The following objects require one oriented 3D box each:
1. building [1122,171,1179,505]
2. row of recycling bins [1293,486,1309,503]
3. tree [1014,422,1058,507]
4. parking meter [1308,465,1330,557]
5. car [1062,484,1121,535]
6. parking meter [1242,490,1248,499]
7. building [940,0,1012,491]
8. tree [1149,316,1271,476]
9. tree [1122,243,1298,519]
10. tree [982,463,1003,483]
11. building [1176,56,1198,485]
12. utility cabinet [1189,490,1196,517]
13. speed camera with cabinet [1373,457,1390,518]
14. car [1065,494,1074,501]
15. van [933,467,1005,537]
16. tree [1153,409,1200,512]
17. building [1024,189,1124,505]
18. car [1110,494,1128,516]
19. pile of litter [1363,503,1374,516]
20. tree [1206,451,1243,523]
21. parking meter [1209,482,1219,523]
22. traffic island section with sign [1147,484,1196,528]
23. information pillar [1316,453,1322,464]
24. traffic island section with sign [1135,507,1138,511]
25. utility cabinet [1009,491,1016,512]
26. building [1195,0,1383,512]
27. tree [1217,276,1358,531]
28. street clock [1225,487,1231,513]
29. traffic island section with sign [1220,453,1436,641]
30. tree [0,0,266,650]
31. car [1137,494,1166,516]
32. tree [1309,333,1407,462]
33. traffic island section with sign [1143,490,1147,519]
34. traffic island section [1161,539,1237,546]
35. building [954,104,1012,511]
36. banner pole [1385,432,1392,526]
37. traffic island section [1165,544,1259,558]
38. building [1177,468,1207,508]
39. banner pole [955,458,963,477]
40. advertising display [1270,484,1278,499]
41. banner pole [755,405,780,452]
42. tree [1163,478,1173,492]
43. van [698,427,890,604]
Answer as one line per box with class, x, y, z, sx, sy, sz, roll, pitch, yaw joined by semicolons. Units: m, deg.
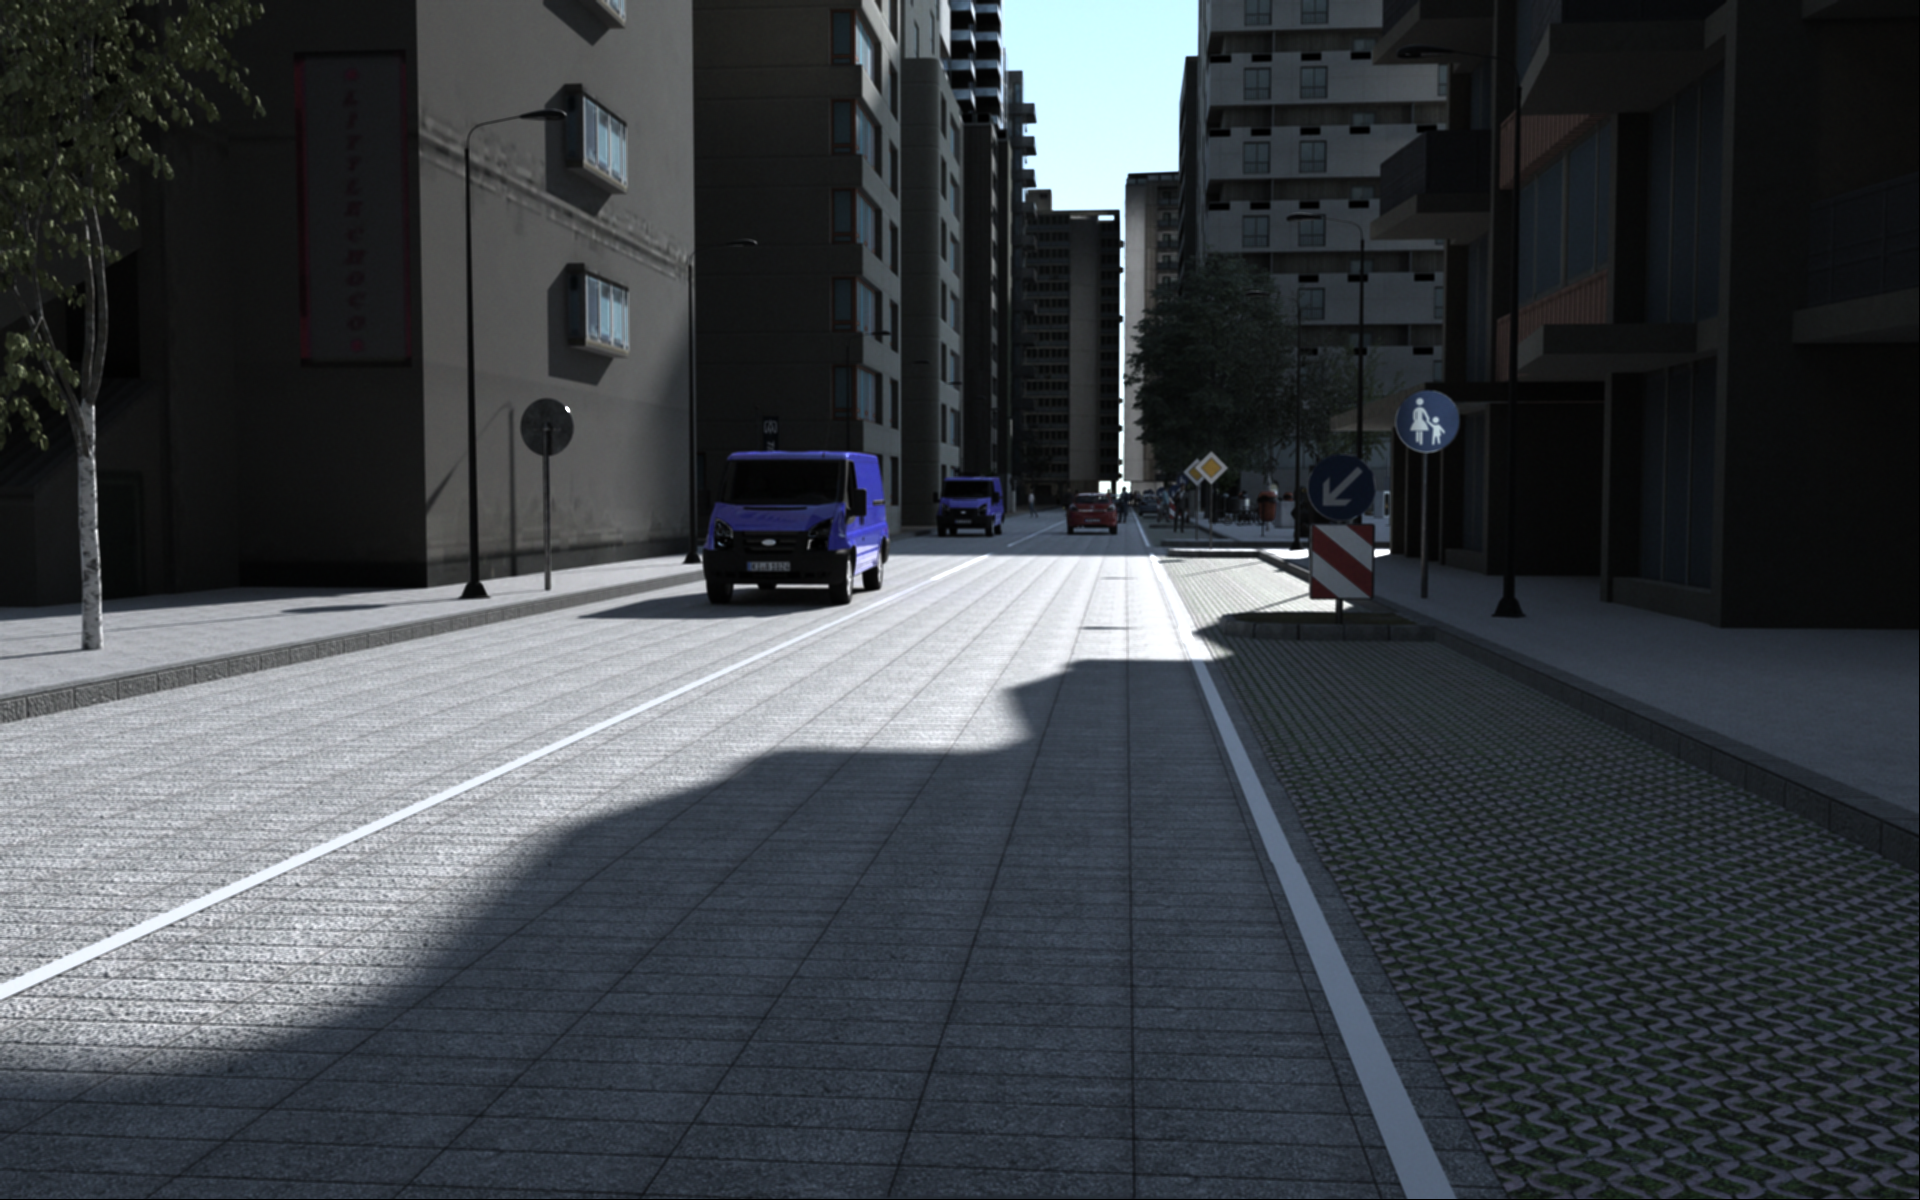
building;27.131;-32.387;213.119;14.086;41.232;14.154;0;4;5
row of recycling bins;19.243;-5.112;90.692;3.534;1.692;1.069;1;4;16
tree;7.582;-13.601;172.735;4.360;8.622;3.978;0;3;0
parking meter;7.328;-1.808;35.276;0.399;1.863;0.255;-1;4;-19
car;4.779;-3.288;62.806;2.155;1.783;4.494;0;4;4
parking meter;18.050;-6.192;109.654;0.372;1.533;0.369;0;3;0
building;-6.126;-51.444;153.789;22.319;86.520;31.000;0;4;5
tree;15.092;-11.411;104.695;7.486;12.596;7.792;0;3;0
tree;13.094;-11.204;89.840;9.857;13.997;8.962;0;3;0
tree;1.831;-7.005;109.125;1.663;3.219;1.824;0;3;0
building;34.166;-34.263;183.900;21.300;48.544;21.600;0;4;5
utility cabinet;12.699;-5.271;94.864;0.318;1.500;1.173;0;4;4
speed camera with cabinet;22.789;-6.012;92.627;0.660;3.252;2.038;2;4;35
car;11.351;-9.907;171.013;2.155;1.783;4.494;0;4;4
van;0.381;-3.396;59.902;2.240;2.365;5.245;0;4;6
tree;16.940;-10.629;124.151;4.737;8.622;4.395;0;3;0
building;9.000;-32.519;223.568;23.993;40.220;32.217;0;4;5
car;10.286;-6.318;115.298;2.014;1.417;4.499;0;4;6
pile of litter;24.574;-5.465;103.311;1.719;0.858;1.176;-3;4;-39
tree;11.641;-5.099;77.965;1.663;3.219;1.824;0;3;0
parking meter;11.238;-4.335;76.591;0.399;1.863;0.255;3;5;45
traffic island section with sign;8.950;-3.916;72.653;1.989;1.847;2.006;0;4;5
information pillar;20.546;-6.589;99.091;0.183;3.616;0.504;-3;4;-37
traffic island section with sign;16.293;-8.614;149.460;1.989;1.847;2.006;0;4;5
utility cabinet;3.596;-6.772;119.393;0.318;1.500;1.173;1;4;11
building;32.904;-33.573;138.162;28.713;52.752;27.495;0;4;5
tree;10.863;-6.679;59.567;4.360;8.622;3.978;0;3;0
street clock;17.798;-6.770;115.266;0.471;2.002;0.358;2;4;35
traffic island section with sign;3.703;-0.558;17.747;1.989;1.847;2.006;0;4;5
tree;-7.396;-3.891;13.974;4.737;8.622;4.395;0;3;0
car;12.723;-6.288;114.813;2.014;1.417;4.499;0;4;5
tree;18.530;-7.930;80.016;4.737;8.622;4.395;0;3;0
traffic island section with sign;11.603;-5.611;100.369;1.989;1.847;2.006;0;4;5
traffic island section;6.601;-1.583;48.166;2.009;0.180;2.903;0;4;5
building;-3.511;-22.034;131.962;14.160;30.474;14.107;0;4;5
banner pole;17.476;-4.897;70.077;0.401;3.779;0.863;0;4;5
traffic island section;5.841;-1.097;40.217;2.009;0.180;2.903;0;4;5
building;31.270;-44.286;162.323;20.563;71.187;20.611;0;4;5
banner pole;-0.076;-8.045;121.560;0.863;3.779;0.401;0;4;7
advertising display;20.386;-6.572;112.670;0.123;1.923;0.974;3;5;40
banner pole;-5.489;-3.600;48.878;0.863;3.779;0.401;-1;4;-19
tree;22.732;-12.032;191.321;1.663;3.219;1.824;0;3;0
van;-2.229;-1.224;24.399;2.240;2.365;5.245;0;4;4
